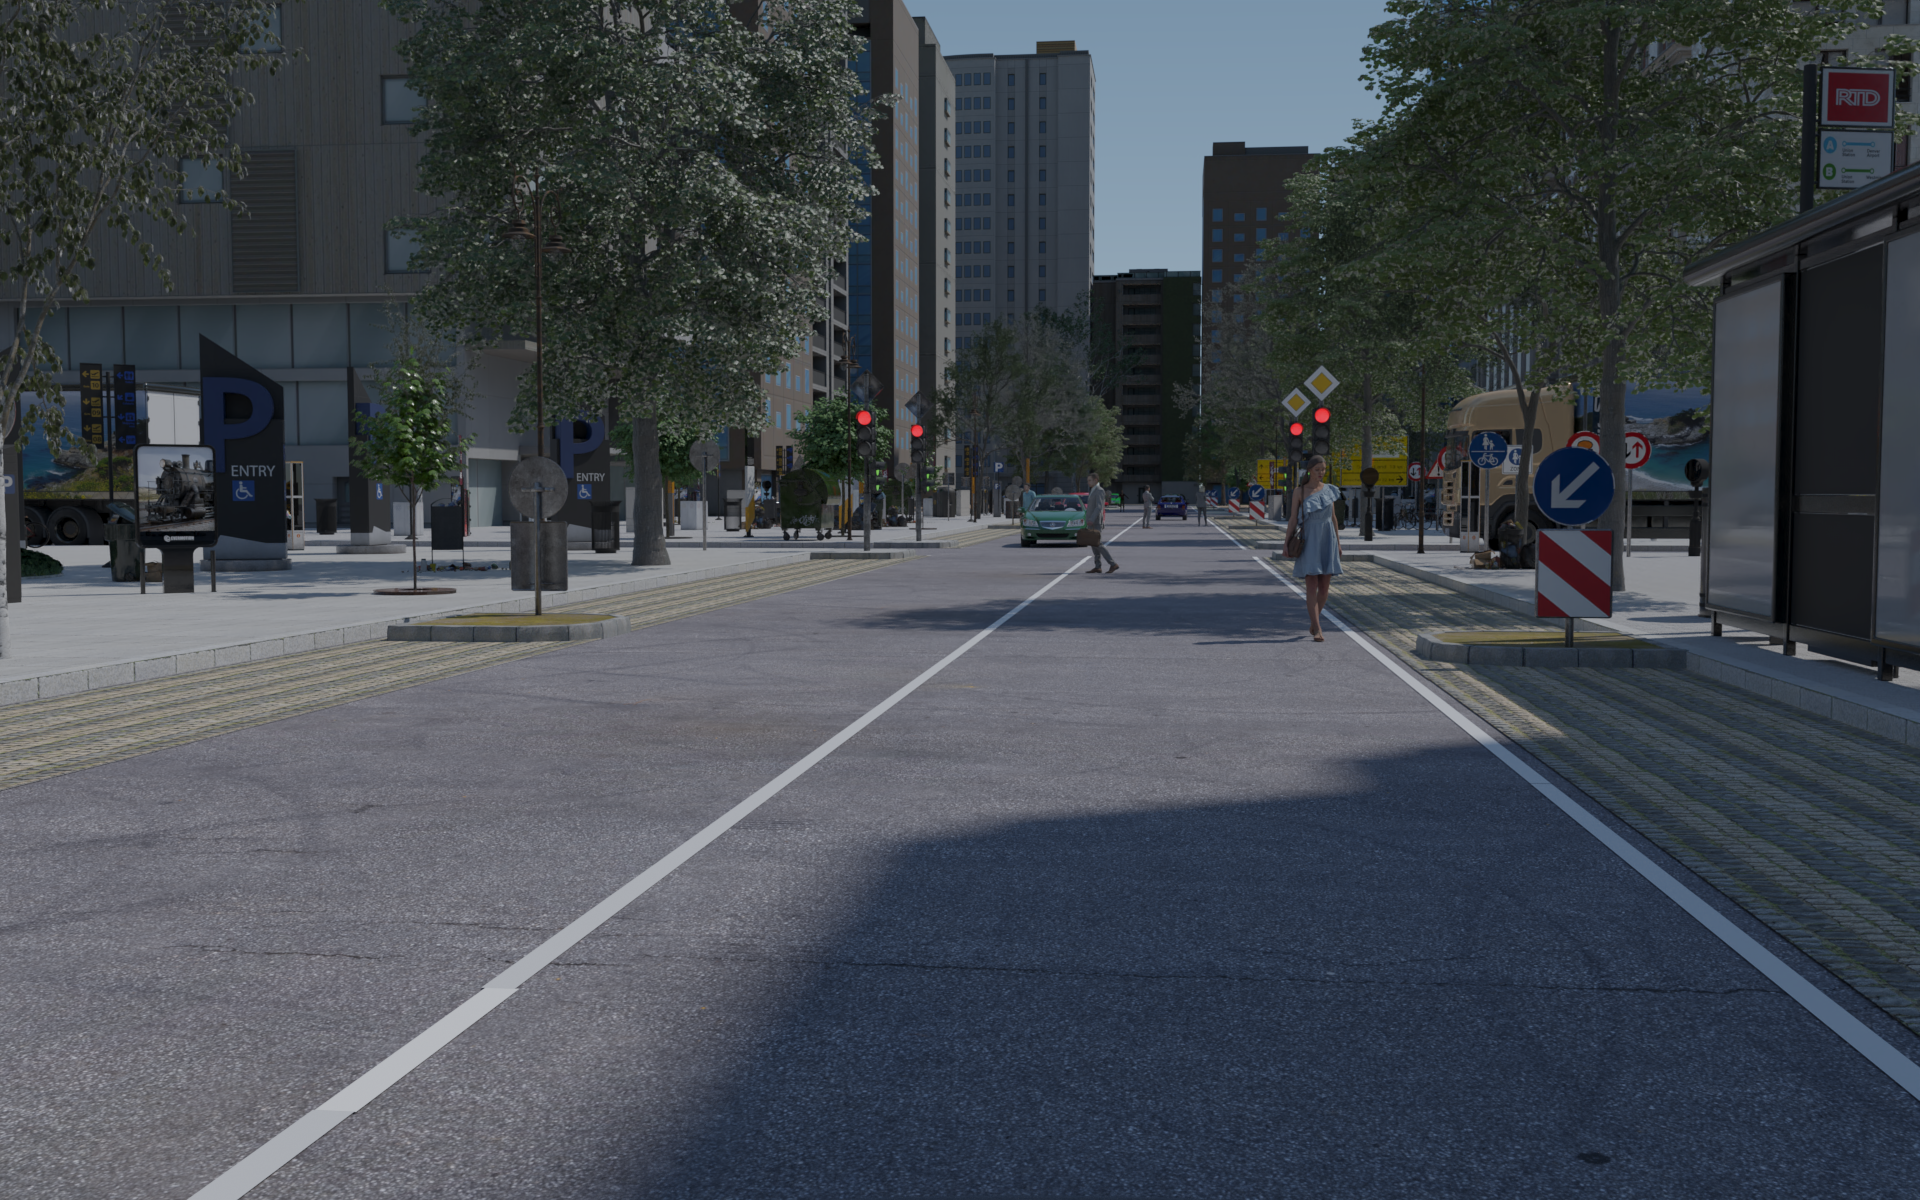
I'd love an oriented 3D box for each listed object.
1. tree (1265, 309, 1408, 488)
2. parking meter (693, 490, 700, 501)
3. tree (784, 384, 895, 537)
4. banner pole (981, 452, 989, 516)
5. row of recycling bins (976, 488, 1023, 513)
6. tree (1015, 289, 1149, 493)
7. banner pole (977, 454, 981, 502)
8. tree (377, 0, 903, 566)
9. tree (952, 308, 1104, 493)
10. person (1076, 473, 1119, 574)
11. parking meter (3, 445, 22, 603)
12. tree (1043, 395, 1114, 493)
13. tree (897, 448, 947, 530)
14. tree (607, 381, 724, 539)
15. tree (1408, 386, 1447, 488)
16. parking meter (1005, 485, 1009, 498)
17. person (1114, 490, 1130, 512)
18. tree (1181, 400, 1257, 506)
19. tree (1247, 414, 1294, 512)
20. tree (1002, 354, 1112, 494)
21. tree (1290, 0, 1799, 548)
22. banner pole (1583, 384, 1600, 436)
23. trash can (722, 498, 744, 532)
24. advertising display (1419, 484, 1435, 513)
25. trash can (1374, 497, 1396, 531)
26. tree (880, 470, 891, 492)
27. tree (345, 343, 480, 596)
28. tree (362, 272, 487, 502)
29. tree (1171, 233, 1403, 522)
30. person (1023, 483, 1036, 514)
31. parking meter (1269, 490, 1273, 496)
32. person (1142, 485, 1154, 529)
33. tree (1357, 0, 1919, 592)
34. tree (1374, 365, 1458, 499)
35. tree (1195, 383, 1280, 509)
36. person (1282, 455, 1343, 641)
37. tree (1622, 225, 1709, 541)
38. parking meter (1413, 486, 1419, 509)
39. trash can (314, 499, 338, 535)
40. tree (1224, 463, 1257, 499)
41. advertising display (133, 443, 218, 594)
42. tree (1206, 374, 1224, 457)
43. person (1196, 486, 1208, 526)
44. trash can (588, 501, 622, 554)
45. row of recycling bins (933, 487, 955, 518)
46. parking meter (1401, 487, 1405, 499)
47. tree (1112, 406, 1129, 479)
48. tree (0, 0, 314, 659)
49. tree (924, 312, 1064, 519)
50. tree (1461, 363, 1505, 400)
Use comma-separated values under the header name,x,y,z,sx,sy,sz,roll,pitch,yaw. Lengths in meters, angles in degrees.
name,x,y,z,sx,sy,sz,roll,pitch,yaw
tree,13.508,-6.952,64.032,4.737,8.622,4.395,0,3,0
parking meter,-14.750,-5.424,97.096,0.372,1.533,0.369,0,3,0
tree,-3.596,-4.171,51.917,4.285,4.588,4.351,0,3,0
banner pole,1.607,-6.940,103.480,0.401,3.779,0.863,0,4,1
row of recycling bins,2.766,-6.771,117.824,3.534,1.692,1.069,-1,4,-15
tree,11.642,-18.468,157.839,12.611,20.169,13.585,0,3,0
banner pole,1.218,-7.185,107.491,0.401,3.779,0.863,2,4,31
tree,-5.580,-7.591,30.766,9.857,13.997,8.962,0,3,0
tree,4.303,-12.488,114.547,12.009,13.543,11.850,0,3,0
person,2.444,-1.387,31.304,0.853,1.813,0.709,-1,4,-15
parking meter,-11.276,-0.893,20.313,0.255,1.863,0.399,1,4,20
tree,12.342,-15.631,181.324,9.928,11.665,9.643,0,3,0
tree,-1.302,-4.151,62.473,1.663,3.219,1.824,0,3,0
tree,-8.484,-4.057,50.046,4.285,4.588,4.351,0,3,0
tree,29.130,-9.781,110.280,4.737,8.622,4.395,0,3,0
parking meter,3.027,-6.259,108.050,0.399,1.863,0.255,3,4,36
person,12.890,-7.873,137.739,1.217,1.766,0.721,1,4,16
tree,28.617,-16.610,188.585,9.611,12.733,9.660,0,3,0
tree,21.948,-10.570,123.175,4.360,8.622,3.978,0,3,0
tree,7.328,-13.418,137.505,7.486,12.596,7.792,0,3,0
tree,10.217,-5.929,31.349,8.767,10.594,7.601,1,4,12
banner pole,13.296,-2.830,36.281,0.401,3.779,0.863,-3,5,-43
trash can,-7.776,-2.912,59.266,0.748,1.137,0.748,0,3,0
advertising display,28.672,-6.186,106.353,0.974,1.923,0.123,1,4,9
trash can,14.736,-2.964,60.116,0.748,1.137,0.748,0,3,0
tree,-5.275,-7.410,115.750,1.663,3.219,1.824,0,3,0
tree,-6.955,-1.700,22.394,1.663,3.219,1.824,0,3,0
tree,-18.104,-6.593,58.162,4.360,8.622,3.978,0,3,0
tree,15.495,-10.432,80.927,12.009,13.543,11.850,0,3,0
person,2.466,-3.158,60.156,0.660,1.820,0.620,3,5,39
parking meter,19.097,-6.155,106.343,0.255,1.863,0.399,1,4,9
person,7.820,-3.860,71.794,0.466,1.800,0.511,-3,5,-44
tree,8.469,-6.418,23.059,7.486,12.596,7.792,0,3,0
tree,23.988,-8.752,93.452,4.360,8.622,3.978,0,3,0
tree,24.585,-13.900,153.015,9.928,11.665,9.643,0,3,0
person,3.469,-0.519,17.077,0.616,1.811,0.778,0,4,2
tree,19.111,-5.923,47.197,4.360,8.622,3.978,0,3,0
parking meter,31.320,-6.928,118.978,0.399,1.863,0.255,2,4,29
trash can,-19.962,-2.625,54.569,0.748,1.137,0.748,0,3,0
tree,27.902,-11.517,172.014,4.285,4.588,4.351,0,3,0
advertising display,-10.122,-1.050,22.374,0.974,1.923,0.123,-2,4,-35
tree,12.360,-8.203,52.252,7.486,12.596,7.792,0,3,0
person,10.811,-4.209,77.495,0.537,1.800,0.526,3,4,37
trash can,-7.685,-1.584,37.546,0.748,1.137,0.748,0,3,0
row of recycling bins,-0.855,-5.430,95.896,1.069,1.692,3.534,-1,4,-8
parking meter,27.008,-6.131,105.949,0.399,1.863,0.255,2,4,32
tree,15.600,-17.178,198.983,7.486,12.596,7.792,0,3,0
tree,-7.275,-3.853,13.352,4.360,8.622,3.978,0,3,0
tree,1.211,-9.426,88.535,7.601,10.594,8.767,2,4,28
tree,29.441,-9.000,97.516,4.360,8.622,3.978,0,3,0
